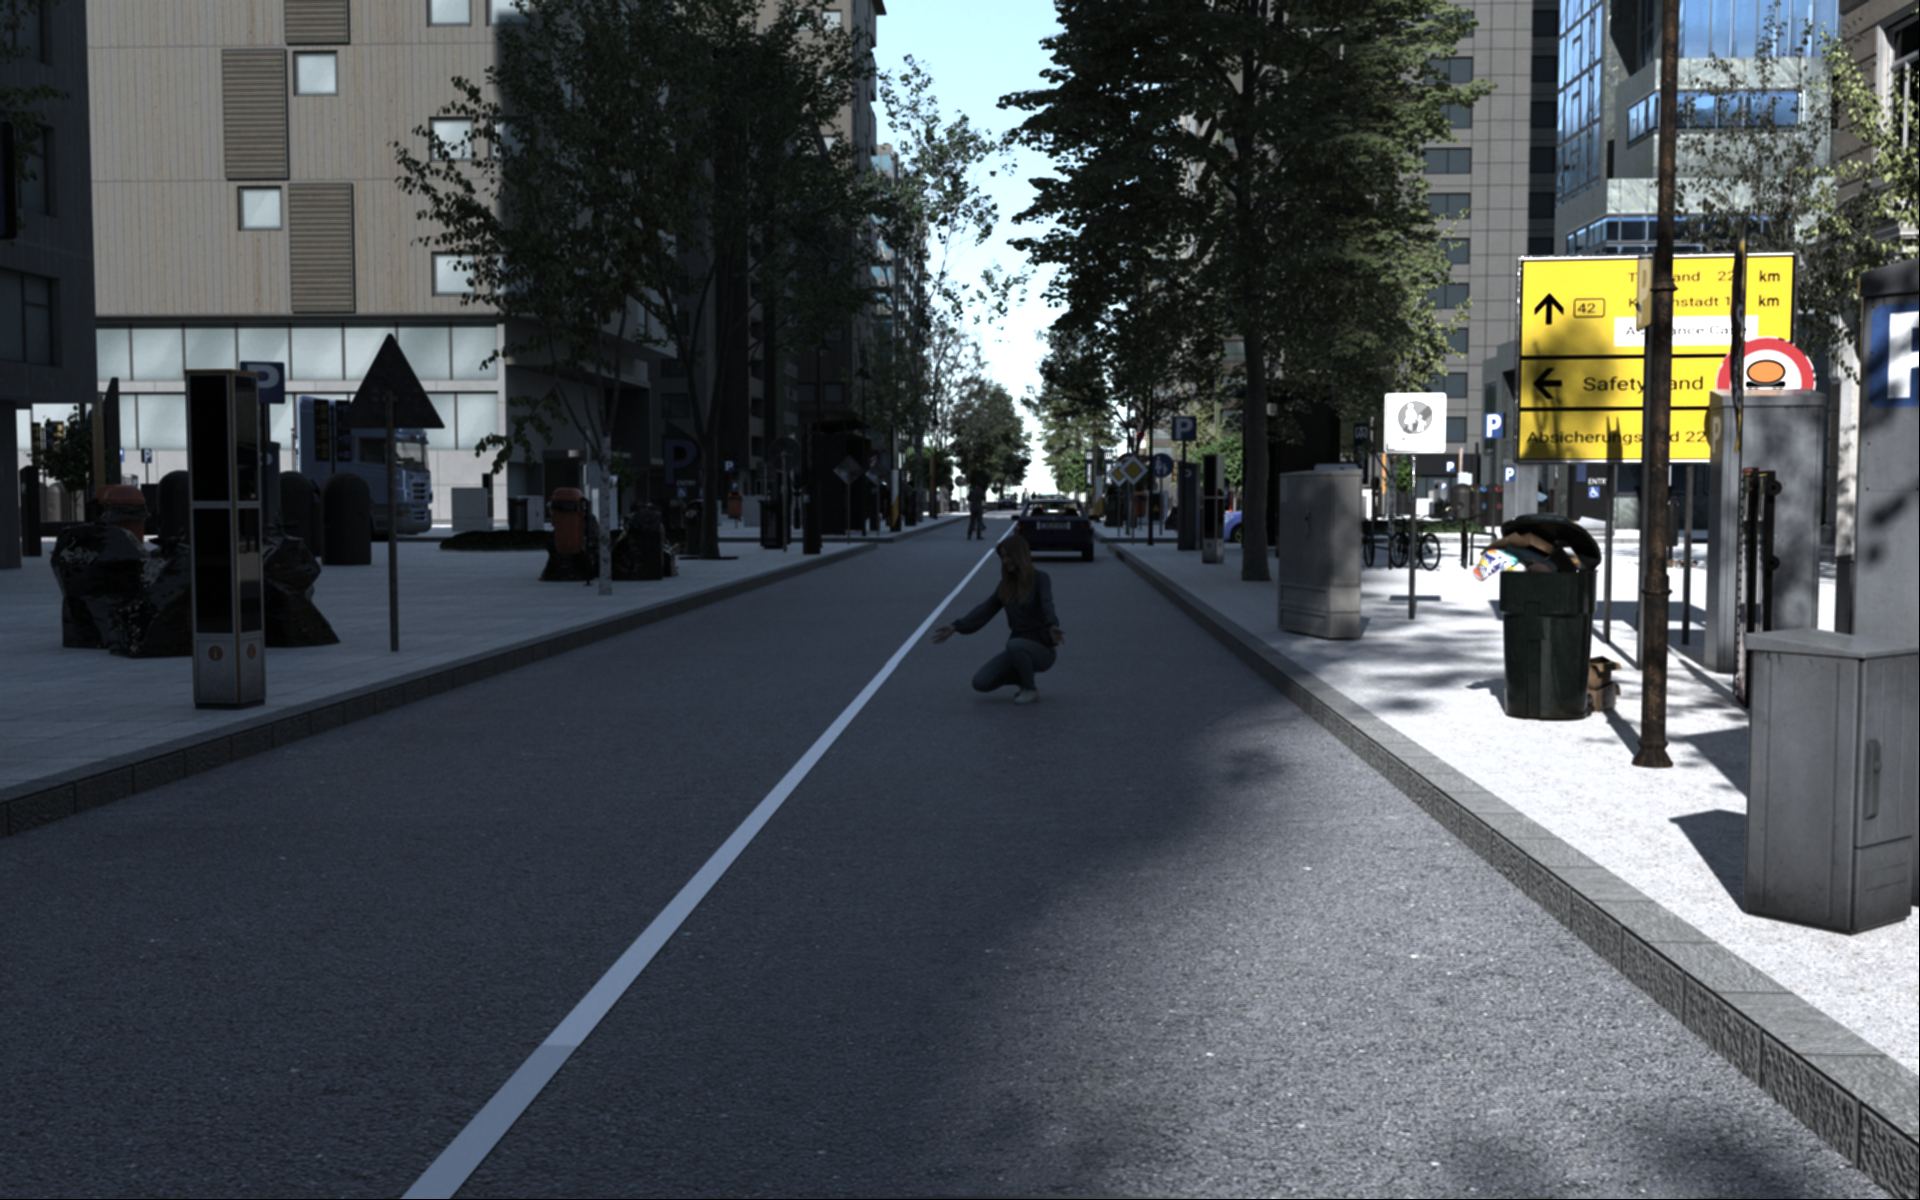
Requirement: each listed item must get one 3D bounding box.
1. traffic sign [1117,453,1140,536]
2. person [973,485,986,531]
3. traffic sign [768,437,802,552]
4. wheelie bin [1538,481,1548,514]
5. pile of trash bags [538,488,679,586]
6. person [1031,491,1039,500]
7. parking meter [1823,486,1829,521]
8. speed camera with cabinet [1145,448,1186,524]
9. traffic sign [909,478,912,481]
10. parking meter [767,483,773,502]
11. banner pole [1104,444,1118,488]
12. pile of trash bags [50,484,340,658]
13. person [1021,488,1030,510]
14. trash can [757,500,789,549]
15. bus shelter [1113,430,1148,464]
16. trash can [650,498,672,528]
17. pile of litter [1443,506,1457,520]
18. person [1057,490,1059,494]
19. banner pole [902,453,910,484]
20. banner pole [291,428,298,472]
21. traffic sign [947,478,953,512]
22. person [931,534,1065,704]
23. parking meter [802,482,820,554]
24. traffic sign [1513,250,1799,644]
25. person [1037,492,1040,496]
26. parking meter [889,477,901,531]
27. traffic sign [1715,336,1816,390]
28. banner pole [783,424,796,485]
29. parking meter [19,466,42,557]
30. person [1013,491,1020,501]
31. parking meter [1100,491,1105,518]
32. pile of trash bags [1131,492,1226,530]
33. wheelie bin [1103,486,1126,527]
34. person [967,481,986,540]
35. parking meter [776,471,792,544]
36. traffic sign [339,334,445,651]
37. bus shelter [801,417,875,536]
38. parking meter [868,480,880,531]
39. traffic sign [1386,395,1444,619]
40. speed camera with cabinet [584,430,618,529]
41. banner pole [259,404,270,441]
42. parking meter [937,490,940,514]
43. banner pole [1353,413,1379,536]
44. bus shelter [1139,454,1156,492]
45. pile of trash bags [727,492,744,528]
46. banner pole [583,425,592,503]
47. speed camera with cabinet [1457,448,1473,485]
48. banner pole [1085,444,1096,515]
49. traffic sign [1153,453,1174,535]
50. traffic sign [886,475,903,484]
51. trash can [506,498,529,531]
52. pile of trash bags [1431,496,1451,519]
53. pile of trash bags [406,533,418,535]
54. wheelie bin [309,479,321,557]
[{"bbox_3d":[5.194,-3.257,53.355,0.768,2.556,0.104,0,4,6],"label":"traffic sign"},{"bbox_3d":[0.674,-3.627,67.902,0.767,1.812,0.694,0,4,-6],"label":"person"},{"bbox_3d":[-3.887,-2.343,38.413,0.768,2.556,0.104,1,4,9],"label":"traffic sign"},{"bbox_3d":[13.478,-2.026,41.035,0.693,1.594,0.980,-2,4,-35],"label":"wheelie bin"},{"bbox_3d":[-5.370,-0.977,25.719,1.912,1.369,3.447,0,4,4],"label":"pile of trash bags"},{"bbox_3d":[7.679,-10.330,177.929,0.617,1.759,0.750,2,4,34],"label":"person"},{"bbox_3d":[28.632,-2.974,57.032,0.372,1.533,0.369,0,3,0],"label":"parking meter"},{"bbox_3d":[9.022,-4.920,74.771,2.038,3.252,0.660,0,4,4],"label":"speed camera with cabinet"},{"bbox_3d":[-2.781,-6.476,105.991,0.768,2.556,0.104,1,4,9],"label":"traffic sign"},{"bbox_3d":[-10.030,-5.201,90.746,0.399,1.863,0.255,-1,4,-12],"label":"parking meter"},{"bbox_3d":[7.571,-5.894,86.377,0.863,3.779,0.401,0,4,-2],"label":"banner pole"},{"bbox_3d":[-6.938,-0.332,15.187,1.912,1.369,3.447,-3,5,-43],"label":"pile of trash bags"},{"bbox_3d":[3.907,-5.789,103.175,0.581,1.822,0.654,0,4,3],"label":"person"},{"bbox_3d":[-4.375,-1.769,40.584,0.748,1.137,0.748,0,3,0],"label":"trash can"},{"bbox_3d":[10.522,-7.885,106.545,2.179,5.291,8.768,0,4,2],"label":"bus shelter"},{"bbox_3d":[-9.718,-2.729,56.272,0.748,1.137,0.748,0,3,0],"label":"trash can"},{"bbox_3d":[17.641,-2.898,61.341,1.719,0.858,1.176,-3,5,-44],"label":"pile of litter"},{"bbox_3d":[6.772,-6.732,119.567,0.512,1.701,0.522,2,4,24],"label":"person"},{"bbox_3d":[-3.277,-7.122,106.459,0.863,3.779,0.401,1,4,13],"label":"banner pole"},{"bbox_3d":[-25.073,-4.616,65.481,0.863,3.779,0.401,3,5,40],"label":"banner pole"},{"bbox_3d":[-0.857,-7.502,122.762,0.768,2.556,0.104,0,4,5],"label":"traffic sign"},{"bbox_3d":[0.413,0.128,11.913,0.738,1.151,1.012,-3,5,-44],"label":"person"},{"bbox_3d":[-3.173,-1.749,36.999,0.372,1.533,0.369,0,3,0],"label":"parking meter"},{"bbox_3d":[5.873,-1.275,14.722,2.265,3.308,0.079,1,4,9],"label":"traffic sign"},{"bbox_3d":[13.053,-16.897,284.900,1.348,1.807,0.705,2,4,34],"label":"person"},{"bbox_3d":[-2.227,-3.286,59.429,0.399,1.863,0.255,0,4,8],"label":"parking meter"},{"bbox_3d":[6.511,-0.855,14.087,0.768,2.556,0.104,0,4,8],"label":"traffic sign"},{"bbox_3d":[-6.054,-4.363,61.351,0.401,3.779,0.863,-3,5,-41],"label":"banner pole"},{"bbox_3d":[-19.122,-1.829,35.619,0.399,1.863,0.255,3,4,37],"label":"parking meter"},{"bbox_3d":[7.006,-12.856,218.787,1.348,1.812,0.705,1,4,19],"label":"person"},{"bbox_3d":[7.567,-5.157,92.729,0.372,1.533,0.369,0,3,0],"label":"parking meter"},{"bbox_3d":[7.817,-3.190,61.915,3.447,1.369,1.912,0,4,-3],"label":"pile of trash bags"},{"bbox_3d":[6.080,-3.664,67.818,0.693,1.594,0.980,3,5,40],"label":"wheelie bin"},{"bbox_3d":[0.520,-2.836,54.678,0.655,1.846,0.447,1,4,21],"label":"person"},{"bbox_3d":[-4.487,-2.358,44.270,0.399,1.863,0.255,0,4,-7],"label":"parking meter"},{"bbox_3d":[-4.618,-0.861,14.076,0.884,2.594,0.081,0,4,6],"label":"traffic sign"},{"bbox_3d":[-3.892,-3.976,56.294,1.731,3.624,6.357,0,4,3],"label":"bus shelter"},{"bbox_3d":[-3.003,-3.357,60.591,0.399,1.863,0.255,0,4,-1],"label":"parking meter"},{"bbox_3d":[4.623,-0.950,17.666,0.606,2.300,0.079,0,4,7],"label":"traffic sign"},{"bbox_3d":[-11.065,-3.607,53.313,0.660,3.252,2.038,-2,4,-25],"label":"speed camera with cabinet"},{"bbox_3d":[-14.661,-2.830,36.294,0.401,3.779,0.863,2,4,26],"label":"banner pole"},{"bbox_3d":[-1.437,-6.146,108.900,0.372,1.533,0.369,0,3,0],"label":"parking meter"},{"bbox_3d":[12.574,-3.892,53.648,0.863,3.779,0.401,2,4,26],"label":"banner pole"},{"bbox_3d":[9.293,-5.892,90.259,2.014,3.302,5.546,0,4,3],"label":"bus shelter"},{"bbox_3d":[-9.791,-3.358,64.662,3.447,1.369,1.912,0,4,-2],"label":"pile of trash bags"},{"bbox_3d":[-13.610,-4.481,63.289,0.401,3.779,0.863,1,4,10],"label":"banner pole"},{"bbox_3d":[21.321,-4.811,72.994,0.660,3.252,2.038,1,4,15],"label":"speed camera with cabinet"},{"bbox_3d":[6.557,-5.879,86.135,0.863,3.779,0.401,-2,4,-30],"label":"banner pole"},{"bbox_3d":[6.264,-3.291,53.920,0.768,2.556,0.104,1,4,8],"label":"traffic sign"},{"bbox_3d":[-3.339,-5.381,87.983,0.884,2.594,0.081,0,4,6],"label":"traffic sign"},{"bbox_3d":[-14.776,-2.830,57.932,0.748,1.137,0.748,0,3,0],"label":"trash can"},{"bbox_3d":[25.237,-4.788,88.032,1.912,1.369,3.447,0,4,0],"label":"pile of trash bags"},{"bbox_3d":[-18.829,-2.728,54.350,3.447,1.369,1.912,-1,4,-18],"label":"pile of trash bags"},{"bbox_3d":[-13.361,-1.691,35.549,0.693,1.594,0.980,-3,4,-38],"label":"wheelie bin"}]
